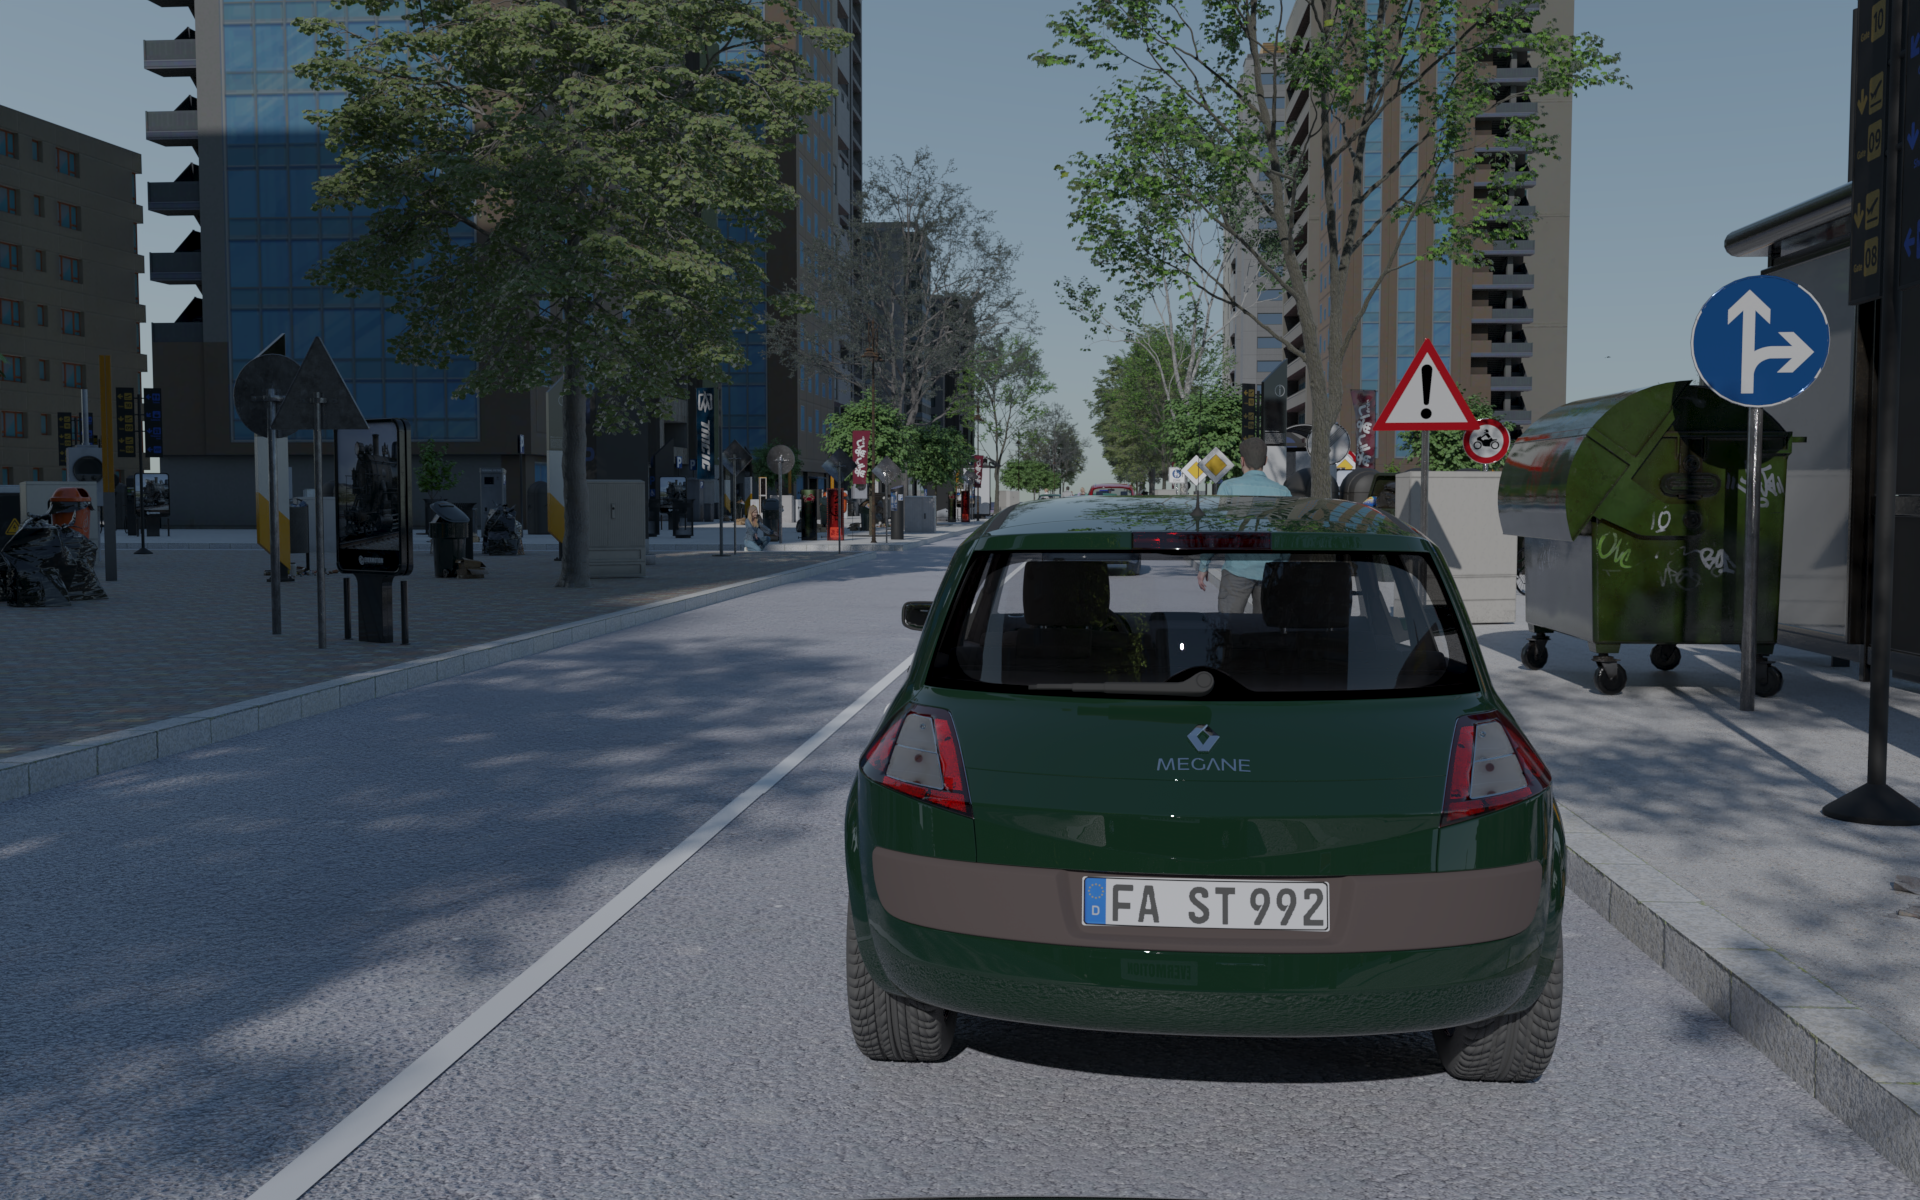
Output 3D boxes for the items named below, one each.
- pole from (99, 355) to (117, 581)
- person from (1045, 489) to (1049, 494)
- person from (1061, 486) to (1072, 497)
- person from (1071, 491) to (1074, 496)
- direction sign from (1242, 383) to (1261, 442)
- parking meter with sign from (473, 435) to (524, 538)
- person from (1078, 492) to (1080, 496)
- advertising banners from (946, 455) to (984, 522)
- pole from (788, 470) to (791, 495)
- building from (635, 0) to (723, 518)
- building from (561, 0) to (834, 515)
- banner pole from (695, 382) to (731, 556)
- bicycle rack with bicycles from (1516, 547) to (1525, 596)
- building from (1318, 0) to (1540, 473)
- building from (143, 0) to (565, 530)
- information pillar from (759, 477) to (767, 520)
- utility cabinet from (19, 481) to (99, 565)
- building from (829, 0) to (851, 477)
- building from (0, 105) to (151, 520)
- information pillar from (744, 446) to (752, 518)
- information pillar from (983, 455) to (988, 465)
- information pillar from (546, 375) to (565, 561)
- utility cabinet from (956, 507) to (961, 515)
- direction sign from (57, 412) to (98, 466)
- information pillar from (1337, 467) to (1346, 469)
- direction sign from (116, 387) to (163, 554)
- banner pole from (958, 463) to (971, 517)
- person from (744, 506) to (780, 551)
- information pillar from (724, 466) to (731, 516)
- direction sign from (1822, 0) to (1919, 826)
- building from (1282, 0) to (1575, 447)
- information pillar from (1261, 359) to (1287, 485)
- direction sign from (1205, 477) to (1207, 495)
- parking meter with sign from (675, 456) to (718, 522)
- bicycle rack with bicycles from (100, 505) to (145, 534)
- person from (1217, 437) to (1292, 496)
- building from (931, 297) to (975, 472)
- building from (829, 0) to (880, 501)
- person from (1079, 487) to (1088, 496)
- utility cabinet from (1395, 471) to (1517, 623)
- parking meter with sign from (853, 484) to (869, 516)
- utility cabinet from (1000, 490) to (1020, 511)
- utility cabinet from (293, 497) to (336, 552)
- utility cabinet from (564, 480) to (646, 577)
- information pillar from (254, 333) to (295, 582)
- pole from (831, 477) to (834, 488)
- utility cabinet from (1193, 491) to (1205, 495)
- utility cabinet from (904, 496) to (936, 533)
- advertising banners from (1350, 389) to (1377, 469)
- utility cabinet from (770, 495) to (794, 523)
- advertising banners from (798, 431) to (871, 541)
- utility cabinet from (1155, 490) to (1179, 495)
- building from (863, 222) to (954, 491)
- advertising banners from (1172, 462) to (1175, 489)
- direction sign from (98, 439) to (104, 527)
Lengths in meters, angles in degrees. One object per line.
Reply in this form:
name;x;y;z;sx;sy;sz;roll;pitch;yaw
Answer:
pole;-12.556;-1.938;25.526;0.158;3.312;0.155;0;3;0
person;5.699;-6.413;113.575;0.641;1.798;0.478;-1;4;-13
person;5.493;-4.947;89.230;0.661;1.843;0.795;1;4;19
person;11.788;-10.549;181.699;0.721;1.743;1.217;3;5;44
direction sign;6.127;-2.671;35.674;0.876;3.537;0.379;-2;4;-34
parking meter with sign;-13.756;-3.349;51.013;1.738;3.016;0.543;0;4;-3
person;10.073;-8.266;143.513;0.709;1.838;0.599;1;4;20
advertising banners;0.225;-5.024;78.331;2.074;3.025;0.090;3;4;36
pole;-9.201;-6.095;93.499;0.158;3.312;0.155;0;3;0
building;-20.908;-19.494;90.433;14.160;30.474;14.107;0;4;5
building;-16.129;-28.236;111.768;14.600;45.320;14.200;0;4;5
banner pole;-5.125;-2.799;35.783;0.863;3.779;0.401;2;4;31
bicycle rack with bicycles;6.923;-0.482;21.256;2.852;0.926;2.925;0;4;-7
building;35.858;-29.653;134.938;14.600;45.320;14.200;0;4;5
building;-21.479;-25.549;67.837;14.600;45.320;14.200;0;4;5
information pillar;-8.635;-4.362;75.805;0.304;2.012;0.304;-1;4;-16
utility cabinet;-15.803;-1.328;30.393;0.318;1.500;1.173;3;5;42
building;-23.495;-33.422;135.693;28.713;52.752;27.495;0;4;5
building;-57.106;-14.117;75.846;28.899;21.520;27.650;0;4;5
information pillar;-10.253;-5.654;83.793;0.183;3.616;0.504;-3;5;-44
information pillar;1.446;-6.936;104.762;0.504;3.616;0.183;0;4;8
information pillar;-7.662;-2.554;33.115;0.183;3.616;0.504;3;5;42
utility cabinet;0.339;-5.991;109.115;1.020;1.237;0.306;2;4;33
direction sign;-24.493;-3.428;48.045;0.876;3.537;0.379;-1;4;-21
information pillar;10.263;-2.603;47.055;0.304;2.012;0.304;2;4;33
direction sign;-17.466;-2.748;36.934;0.876;3.537;0.379;-1;4;-22
banner pole;0.292;-6.641;98.597;0.863;3.779;0.401;2;4;24
person;-4.639;-1.607;40.270;0.738;1.151;1.012;3;4;38
information pillar;-13.642;-6.742;101.593;0.183;3.616;0.504;2;4;28
direction sign;3.631;-0.903;6.761;0.379;3.537;0.876;1;4;9
building;40.268;-32.336;152.397;21.300;48.544;21.600;0;4;5
information pillar;5.442;-2.364;30.005;0.504;3.616;0.183;-1;4;-23
direction sign;14.116;-6.395;96.560;0.379;3.537;0.876;-3;5;-40
parking meter with sign;-12.212;-5.112;79.847;1.738;3.016;0.543;1;4;17
bicycle rack with bicycles;-27.725;-2.626;56.317;2.852;0.926;2.925;-1;4;-21
person;1.980;-0.202;11.816;0.660;1.820;0.620;-1;4;-13
building;-5.210;-30.147;264.610;14.160;30.474;14.107;0;4;5
building;-17.521;-44.065;158.719;20.563;71.187;20.611;0;4;5
person;6.510;-5.052;91.289;0.537;1.800;0.526;0;4;8
utility cabinet;4.864;-0.509;17.009;1.173;1.500;0.318;-1;4;-15
parking meter with sign;-5.828;-6.436;101.494;0.543;3.016;1.738;2;4;29
utility cabinet;3.297;-6.314;111.912;1.173;1.500;0.318;-2;4;-35
utility cabinet;-14.339;-1.685;38.708;1.020;1.237;0.306;-3;5;-40
utility cabinet;-5.418;-1.087;26.452;1.173;1.500;0.318;-1;4;-23
information pillar;-9.990;-2.068;25.168;0.183;3.616;0.504;3;4;39
pole;-6.650;-5.897;90.255;0.158;3.312;0.155;0;3;0
utility cabinet;16.150;-6.615;116.827;0.318;1.500;1.173;3;4;38
utility cabinet;-1.317;-2.829;57.408;1.020;1.237;0.306;1;4;13
advertising banners;7.456;-2.029;29.359;2.074;3.025;0.090;-1;4;-23
utility cabinet;-7.955;-4.056;77.478;1.020;1.237;0.306;1;4;13
advertising banners;-3.447;-3.139;47.512;2.074;3.025;0.090;1;4;12
utility cabinet;10.071;-4.635;84.454;1.173;1.500;0.318;-2;4;-25
building;-16.733;-33.039;232.073;32.217;40.220;23.993;0;4;5
advertising banners;11.458;-6.064;95.336;0.090;3.025;2.074;-1;4;-15
direction sign;-33.147;-4.574;66.790;0.379;3.537;0.876;1;4;18
